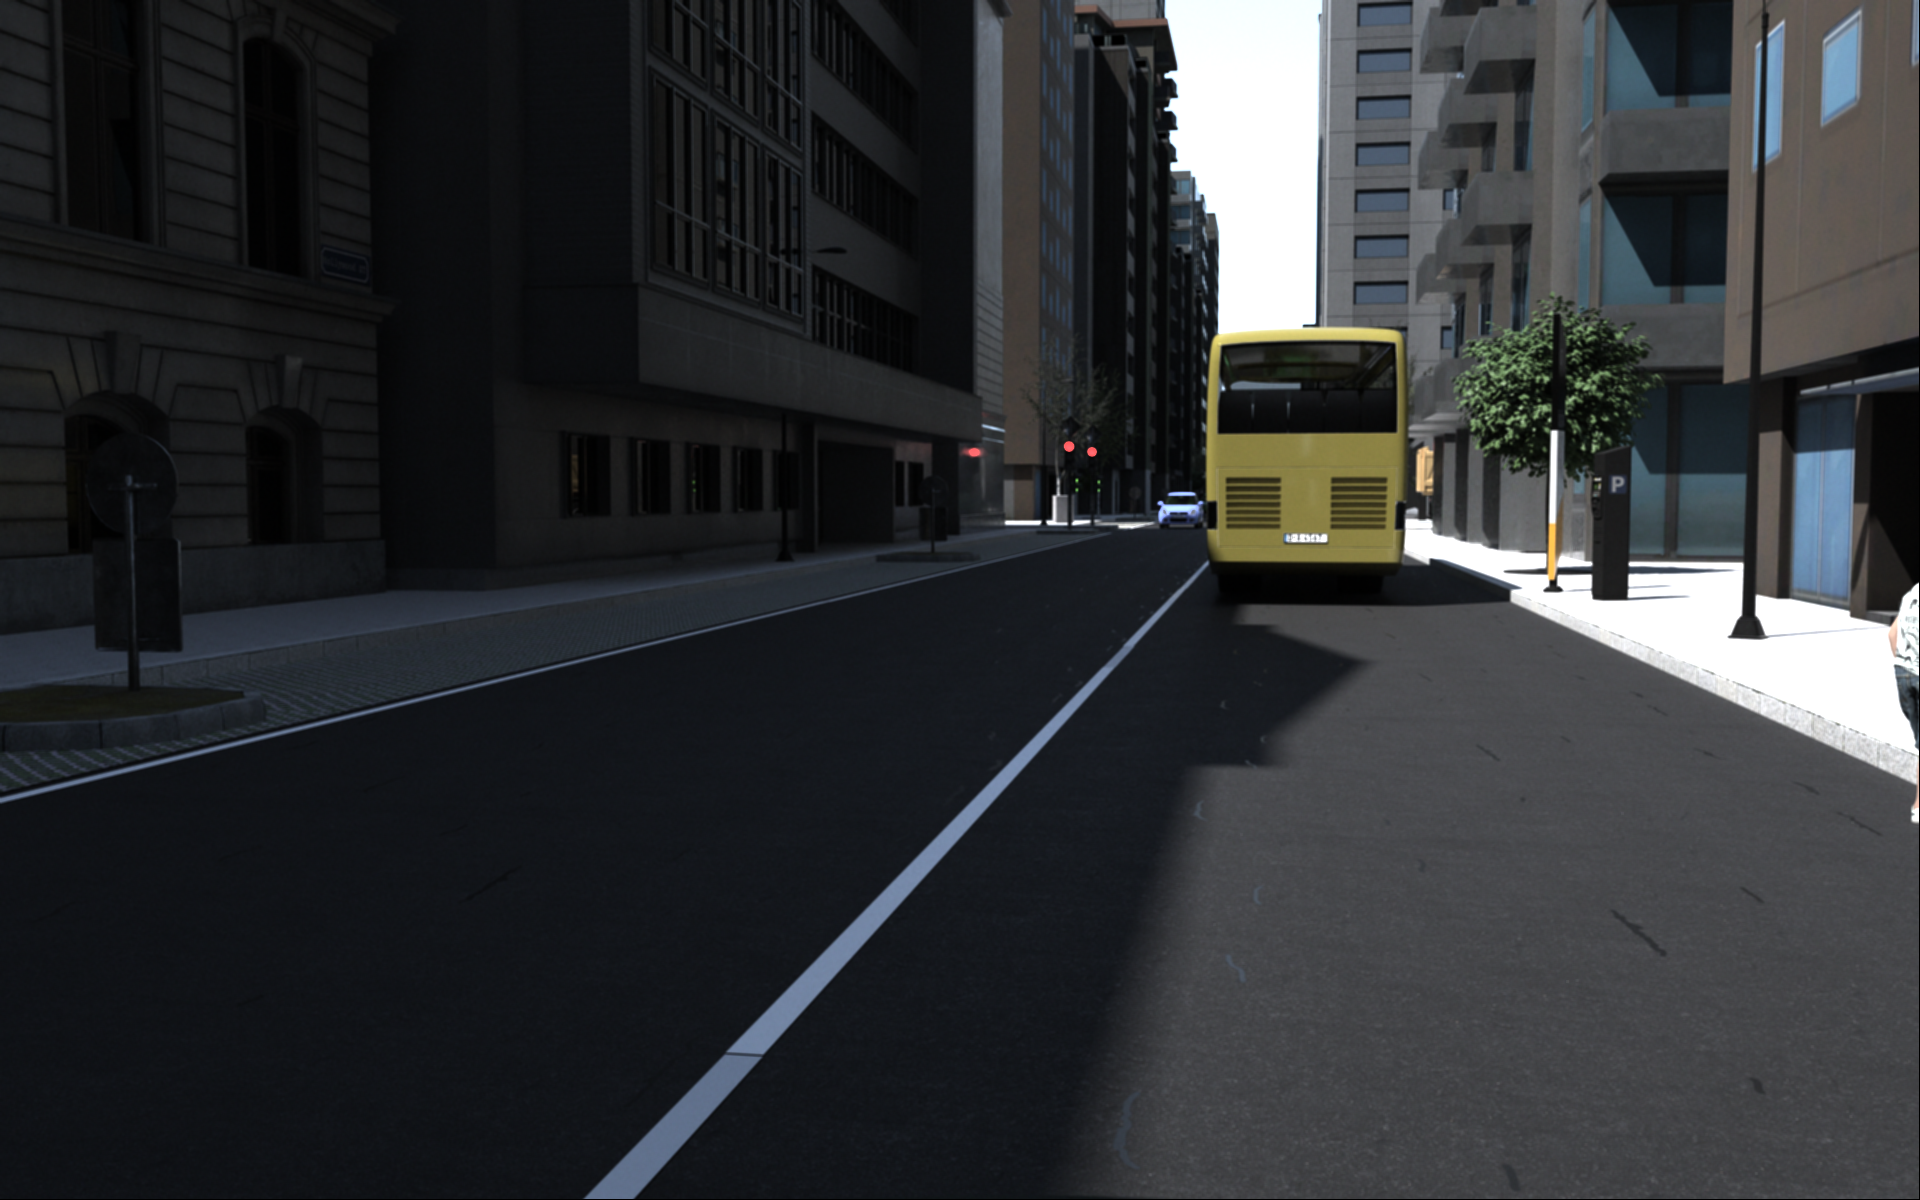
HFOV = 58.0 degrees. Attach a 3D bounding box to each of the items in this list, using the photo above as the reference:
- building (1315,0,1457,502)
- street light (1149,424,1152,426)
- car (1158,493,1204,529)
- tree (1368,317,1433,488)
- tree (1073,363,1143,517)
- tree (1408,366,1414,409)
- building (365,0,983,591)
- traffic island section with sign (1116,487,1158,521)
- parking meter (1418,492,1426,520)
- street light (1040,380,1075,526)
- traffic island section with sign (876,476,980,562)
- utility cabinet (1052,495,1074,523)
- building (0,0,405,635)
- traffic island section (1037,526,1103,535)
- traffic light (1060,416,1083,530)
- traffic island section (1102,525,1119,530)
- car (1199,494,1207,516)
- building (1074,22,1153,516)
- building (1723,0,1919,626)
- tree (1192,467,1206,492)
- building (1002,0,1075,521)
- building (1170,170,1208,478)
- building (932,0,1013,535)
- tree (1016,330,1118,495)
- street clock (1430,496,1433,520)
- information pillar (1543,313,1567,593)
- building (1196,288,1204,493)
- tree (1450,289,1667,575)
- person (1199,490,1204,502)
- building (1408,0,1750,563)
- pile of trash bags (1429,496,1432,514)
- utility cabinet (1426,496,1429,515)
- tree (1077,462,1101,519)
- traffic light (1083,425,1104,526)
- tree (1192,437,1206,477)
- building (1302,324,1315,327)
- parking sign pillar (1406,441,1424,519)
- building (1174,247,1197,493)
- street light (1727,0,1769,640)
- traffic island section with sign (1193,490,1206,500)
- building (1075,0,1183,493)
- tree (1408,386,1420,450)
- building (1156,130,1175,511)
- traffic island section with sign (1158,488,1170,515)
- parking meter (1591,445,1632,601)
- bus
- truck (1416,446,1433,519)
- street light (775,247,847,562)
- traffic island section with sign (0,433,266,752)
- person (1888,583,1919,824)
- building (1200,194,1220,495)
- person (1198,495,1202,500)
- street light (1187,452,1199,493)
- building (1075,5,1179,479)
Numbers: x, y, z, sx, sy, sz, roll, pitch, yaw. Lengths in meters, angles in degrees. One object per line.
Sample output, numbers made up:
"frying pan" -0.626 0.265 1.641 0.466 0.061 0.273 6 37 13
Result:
"building" 51.756 -40.227 199.705 21.231 58.520 28.212 1 4 10
"street light" 12.001 -8.713 114.993 1.470 5.913 1.316 1 4 10
"car" 9.378 -3.896 73.295 1.945 1.707 3.694 1 4 11
"tree" 17.953 -7.447 72.124 4.360 8.622 3.978 0 3 0
"tree" 8.050 -9.069 98.636 4.737 8.622 4.395 0 3 0
"tree" 18.547 -7.815 78.130 4.737 8.622 4.395 0 3 0
"building" -8.876 -13.374 37.724 14.314 24.678 30.058 1 4 10
"traffic island section with sign" 9.410 -5.144 92.726 1.989 1.847 2.006 1 4 10
"parking meter" 22.681 -4.852 85.034 0.399 1.863 0.255 0 4 6
"street light" 3.962 -5.996 70.570 1.470 5.913 1.316 1 4 10
"traffic island section with sign" -0.618 -1.742 37.105 1.989 1.847 2.006 1 4 10
"utility cabinet" 4.593 -4.026 76.990 1.020 1.237 0.306 -3 4 -36
"building" -15.543 -11.437 6.072 14.460 24.649 34.723 1 4 10
"traffic island section" 3.929 -2.451 62.347 2.009 0.180 2.903 1 4 10
"traffic light" 3.967 -4.482 62.205 0.839 4.253 0.868 1 4 10
"traffic island section" 5.346 -2.931 70.206 2.009 0.180 2.903 1 4 10
"car" 16.235 -6.233 110.712 1.959 1.807 4.718 1 4 10
"building" 4.752 -20.730 110.634 14.160 30.474 14.107 1 4 10
"building" 15.408 -22.195 12.999 14.600 45.320 14.200 1 4 10
"tree" 28.438 -13.852 210.197 4.285 4.588 4.351 0 3 0
"building" -1.805 -26.837 88.891 14.600 45.320 14.200 1 4 10
"building" 25.135 -38.995 257.171 23.786 49.044 30.456 1 4 10
"building" -7.956 -12.867 59.533 18.267 20.994 9.793 1 4 10
"tree" 4.700 -7.811 78.066 4.360 8.622 3.978 0 3 0
"street clock" 23.451 -4.978 85.953 0.358 2.002 0.471 3 5 42
"information pillar" 7.821 -1.916 22.678 0.183 3.616 0.504 2 4 30
"building" 25.599 -28.340 235.057 14.160 30.474 14.107 1 4 10
"tree" 9.654 -2.709 28.009 4.285 4.588 4.351 0 3 0
"person" 24.356 -10.252 175.745 1.348 1.869 0.705 1 4 13
"building" 23.469 -25.846 42.195 23.786 49.044 30.456 1 4 10
"pile of trash bags" 28.082 -5.877 105.835 3.447 1.369 1.912 2 4 32
"utility cabinet" 24.157 -5.023 90.812 0.318 1.500 1.173 3 5 43
"tree" 6.947 -5.870 90.568 1.663 3.219 1.824 0 3 0
"traffic light" 5.384 -4.963 70.064 0.839 4.253 0.868 1 4 10
"tree" 29.992 -16.357 217.797 4.360 8.622 3.978 0 3 0
"building" 64.281 -31.754 290.874 14.160 30.474 14.107 1 4 10
"parking sign pillar" 22.955 -6.103 88.253 1.447 3.967 1.447 1 4 22
"building" 19.660 -26.272 201.246 14.160 30.474 14.107 1 4 10
"street light" 6.488 -2.618 15.349 1.470 5.913 1.316 1 4 10
"traffic island section with sign" 23.017 -9.757 168.147 1.989 1.847 2.006 1 4 10
"building" 13.331 -45.583 183.529 20.563 71.187 20.611 1 4 10
"tree" 24.565 -10.419 104.759 7.601 10.594 8.767 2 4 35
"building" 8.701 -22.090 132.880 14.160 30.474 14.107 1 4 10
"traffic island section with sign" 14.195 -6.766 119.255 1.989 1.847 2.006 1 4 10
"parking meter" 7.839 -0.927 20.875 0.399 1.863 0.255 0 4 -8
"bus" 5.452 -2.228 27.981 2.896 3.916 12.252 1 4 10
"truck" 21.663 -4.093 62.840 9.791 3.379 3.469 1 4 12
"street light" -2.810 -3.684 32.767 1.470 5.913 1.316 1 4 10
"traffic island section with sign" -5.412 -0.116 10.533 1.989 1.847 2.006 1 4 10
"person" 4.254 0.343 7.572 0.352 1.250 0.332 2 4 26
"building" 31.126 -40.311 282.789 21.300 48.544 21.600 1 4 10
"person" 23.727 -10.049 173.360 0.990 1.755 0.434 0 4 0
"street light" 25.445 -13.279 189.649 1.470 5.913 1.316 1 4 10
"building" 8.546 -30.908 159.973 22.147 44.769 28.867 1 4 10
